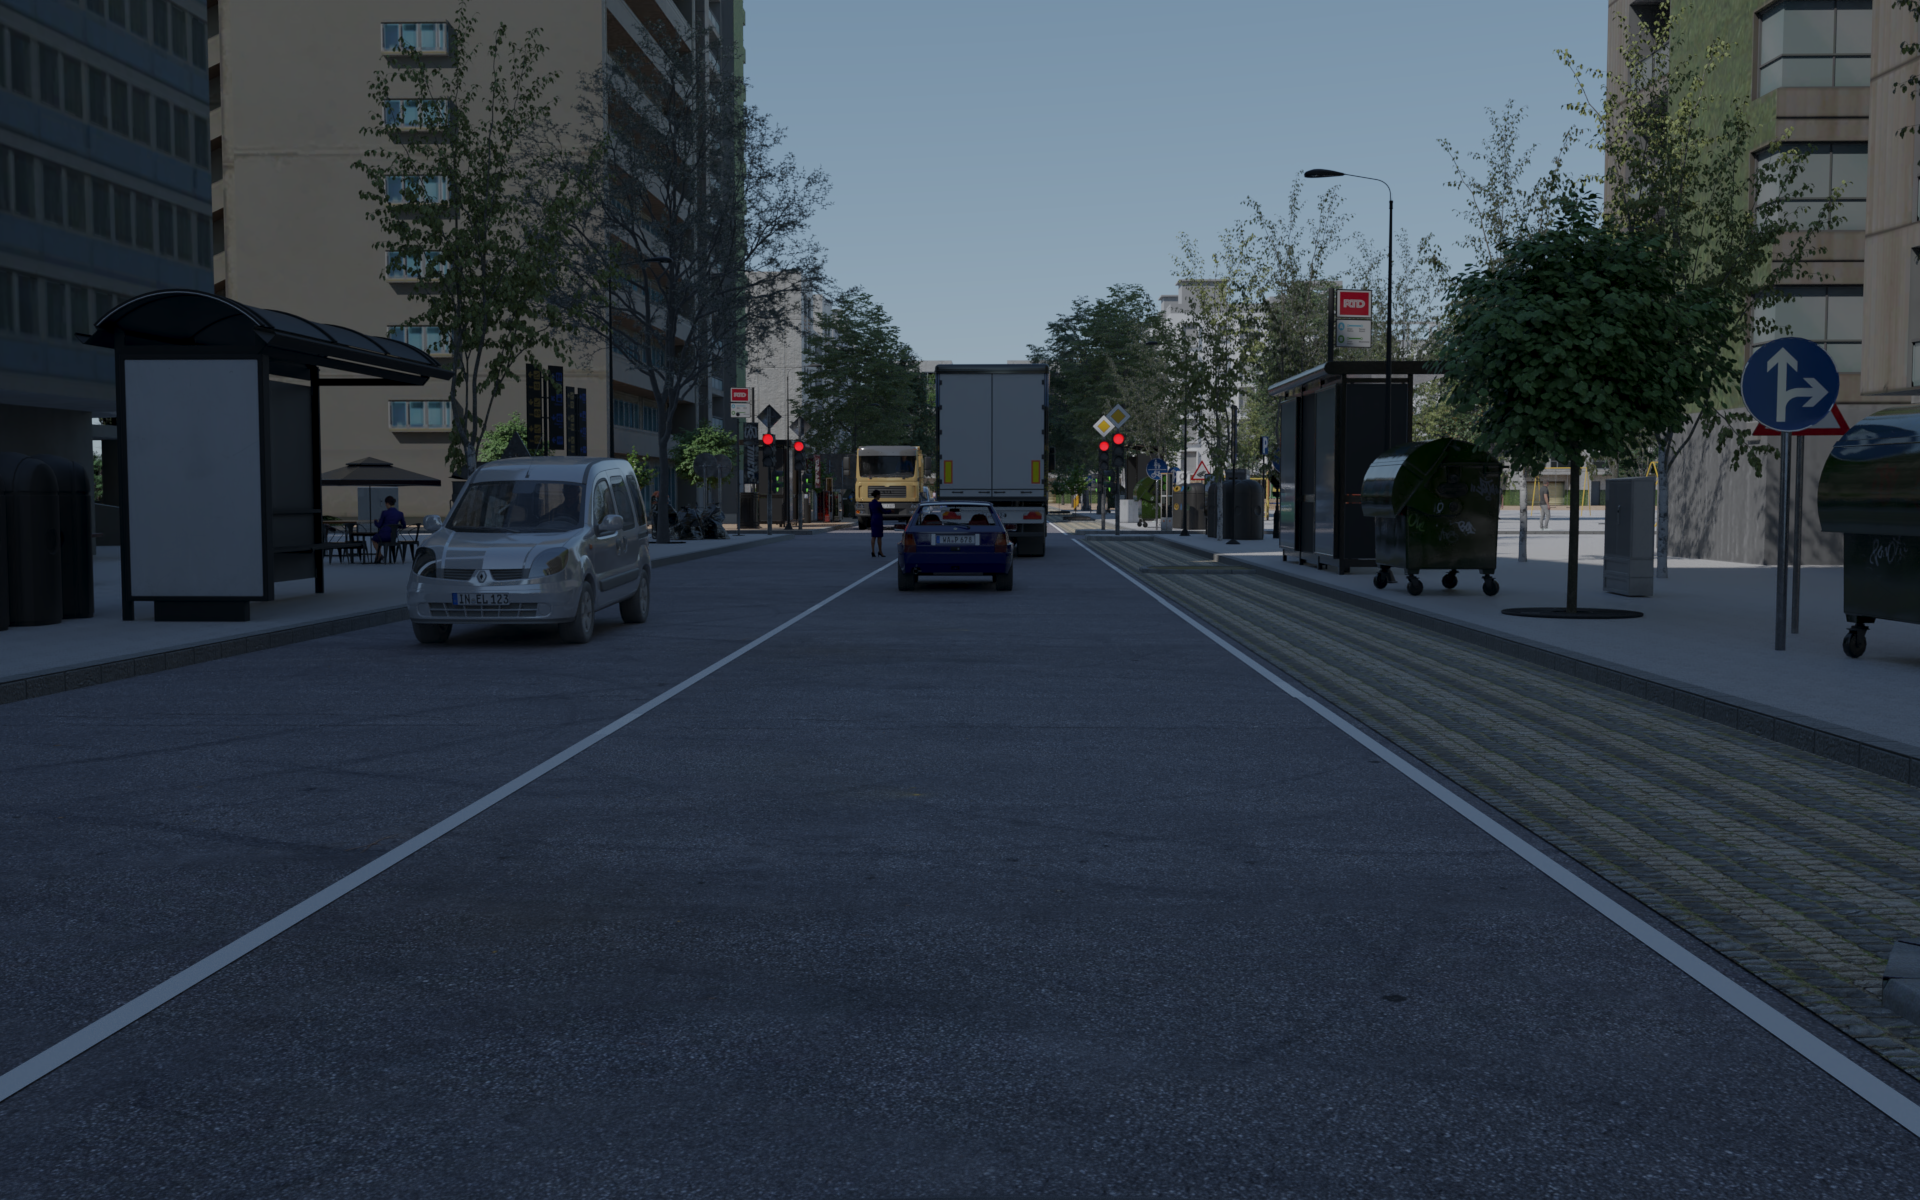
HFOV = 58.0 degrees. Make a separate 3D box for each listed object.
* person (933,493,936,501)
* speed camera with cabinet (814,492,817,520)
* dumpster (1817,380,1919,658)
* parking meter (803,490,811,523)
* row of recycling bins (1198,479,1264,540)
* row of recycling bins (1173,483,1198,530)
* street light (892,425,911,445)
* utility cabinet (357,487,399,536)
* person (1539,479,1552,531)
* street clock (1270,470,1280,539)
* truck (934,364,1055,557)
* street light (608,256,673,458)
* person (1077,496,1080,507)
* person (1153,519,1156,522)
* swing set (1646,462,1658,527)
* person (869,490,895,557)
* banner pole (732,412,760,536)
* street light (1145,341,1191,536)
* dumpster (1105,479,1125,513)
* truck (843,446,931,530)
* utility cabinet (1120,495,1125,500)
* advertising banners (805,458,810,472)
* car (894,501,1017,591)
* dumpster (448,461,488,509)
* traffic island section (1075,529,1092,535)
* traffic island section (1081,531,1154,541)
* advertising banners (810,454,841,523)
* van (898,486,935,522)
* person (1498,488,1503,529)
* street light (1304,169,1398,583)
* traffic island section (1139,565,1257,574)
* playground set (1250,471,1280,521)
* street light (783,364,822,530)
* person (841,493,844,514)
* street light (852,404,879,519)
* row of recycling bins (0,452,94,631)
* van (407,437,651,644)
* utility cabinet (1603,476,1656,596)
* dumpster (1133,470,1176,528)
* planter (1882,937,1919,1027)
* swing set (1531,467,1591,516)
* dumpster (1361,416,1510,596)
[{"bbox_3d":[-3.106,-12.414,209.949,0.436,1.711,0.756,-3,5,-40],"label":"person"},{"bbox_3d":[-7.258,-5.562,85.277,2.038,3.252,0.660,-1,4,-10],"label":"speed camera with cabinet"},{"bbox_3d":[7.477,-0.624,12.689,1.502,2.255,1.985,0,4,2],"label":"dumpster"},{"bbox_3d":[-6.715,-4.133,75.990,0.372,1.533,0.369,0,3,0],"label":"parking meter"},{"bbox_3d":[7.880,-2.614,49.857,1.069,1.692,3.534,0,4,-6],"label":"row of recycling bins"},{"bbox_3d":[8.498,-3.442,63.382,1.069,1.692,3.534,0,4,-2],"label":"row of recycling bins"},{"bbox_3d":[-4.019,-8.808,116.560,1.470,5.913,1.316,0,4,2],"label":"street light"},{"bbox_3d":[-17.671,-2.687,52.615,1.173,1.500,0.318,-1,4,-19],"label":"utility cabinet"},{"bbox_3d":[20.609,-3.348,60.910,0.434,1.807,0.598,0,4,8],"label":"person"},{"bbox_3d":[9.160,-2.779,50.005,0.471,2.002,0.358,2,4,29],"label":"street clock"},{"bbox_3d":[0.964,-3.302,42.899,2.839,4.237,11.283,0,4,3],"label":"truck"},{"bbox_3d":[-6.311,-3.760,34.024,1.470,5.913,1.316,0,4,2],"label":"street light"},{"bbox_3d":[11.341,-9.952,169.317,0.990,1.755,0.434,-2,4,-30],"label":"person"},{"bbox_3d":[8.863,-4.414,78.343,0.598,1.807,0.434,-1,4,-18],"label":"person"},{"bbox_3d":[27.474,-4.162,65.662,2.862,2.851,3.119,3,4,37],"label":"swing set"},{"bbox_3d":[-1.812,-1.742,39.350,0.453,1.535,0.546,2,4,28],"label":"person"},{"bbox_3d":[-6.559,-3.856,53.067,0.863,3.779,0.401,0,4,-6],"label":"banner pole"},{"bbox_3d":[6.328,-4.906,52.753,1.470,5.913,1.316,0,4,2],"label":"street light"},{"bbox_3d":[10.321,-6.900,115.314,1.502,2.255,1.985,0,4,1],"label":"dumpster"},{"bbox_3d":[-2.876,-4.648,71.927,3.469,3.379,9.791,0,4,0],"label":"truck"},{"bbox_3d":[10.394,-6.074,110.464,1.020,1.237,0.306,-2,4,-25],"label":"utility cabinet"},{"bbox_3d":[-6.743,-5.374,84.048,2.074,3.025,0.090,3,5,39],"label":"advertising banners"},{"bbox_3d":[-0.072,-0.882,26.994,1.945,1.354,3.894,0,4,0],"label":"car"},{"bbox_3d":[-8.457,-1.578,31.564,1.264,1.857,1.865,0,4,2],"label":"dumpster"},{"bbox_3d":[5.143,-2.423,61.894,2.009,0.180,2.903,0,4,2],"label":"traffic island section"},{"bbox_3d":[4.923,-1.935,53.912,2.009,0.180,2.903,0,4,2],"label":"traffic island section"},{"bbox_3d":[-5.924,-4.952,77.146,0.090,3.025,2.074,2,4,30],"label":"advertising banners"},{"bbox_3d":[-2.296,-5.018,89.054,2.013,2.044,4.112,0,4,1],"label":"van"},{"bbox_3d":[19.822,-3.542,64.079,0.598,1.807,0.434,0,4,4],"label":"person"},{"bbox_3d":[5.612,-3.202,24.887,1.470,5.913,1.316,0,4,2],"label":"street light"},{"bbox_3d":[4.303,-0.543,31.747,1.991,0.108,1.994,0,4,2],"label":"traffic island section"},{"bbox_3d":[16.699,-6.005,84.968,5.637,4.214,5.302,1,4,10],"label":"playground set"},{"bbox_3d":[-5.608,-5.468,61.950,1.470,5.913,1.316,0,4,2],"label":"street light"},{"bbox_3d":[-7.520,-6.247,112.083,0.435,1.345,0.340,1,4,15],"label":"person"},{"bbox_3d":[-4.845,-7.125,89.030,1.470,5.913,1.316,0,4,2],"label":"street light"},{"bbox_3d":[-9.394,-0.579,16.575,1.069,1.692,3.534,0,3,0],"label":"row of recycling bins"},{"bbox_3d":[-4.352,-0.667,17.909,2.013,2.044,4.112,0,4,1],"label":"van"},{"bbox_3d":[8.493,-0.816,22.028,0.318,1.500,1.173,0,4,5],"label":"utility cabinet"},{"bbox_3d":[7.463,-3.912,66.463,1.502,2.255,1.985,0,4,2],"label":"dumpster"},{"bbox_3d":[3.545,1.024,4.395,1.991,0.319,1.994,0,4,2],"label":"planter"},{"bbox_3d":[35.664,-6.404,102.328,3.119,2.851,2.862,2,4,30],"label":"swing set"},{"bbox_3d":[6.155,-1.224,22.504,1.502,2.255,1.985,0,4,1],"label":"dumpster"}]
